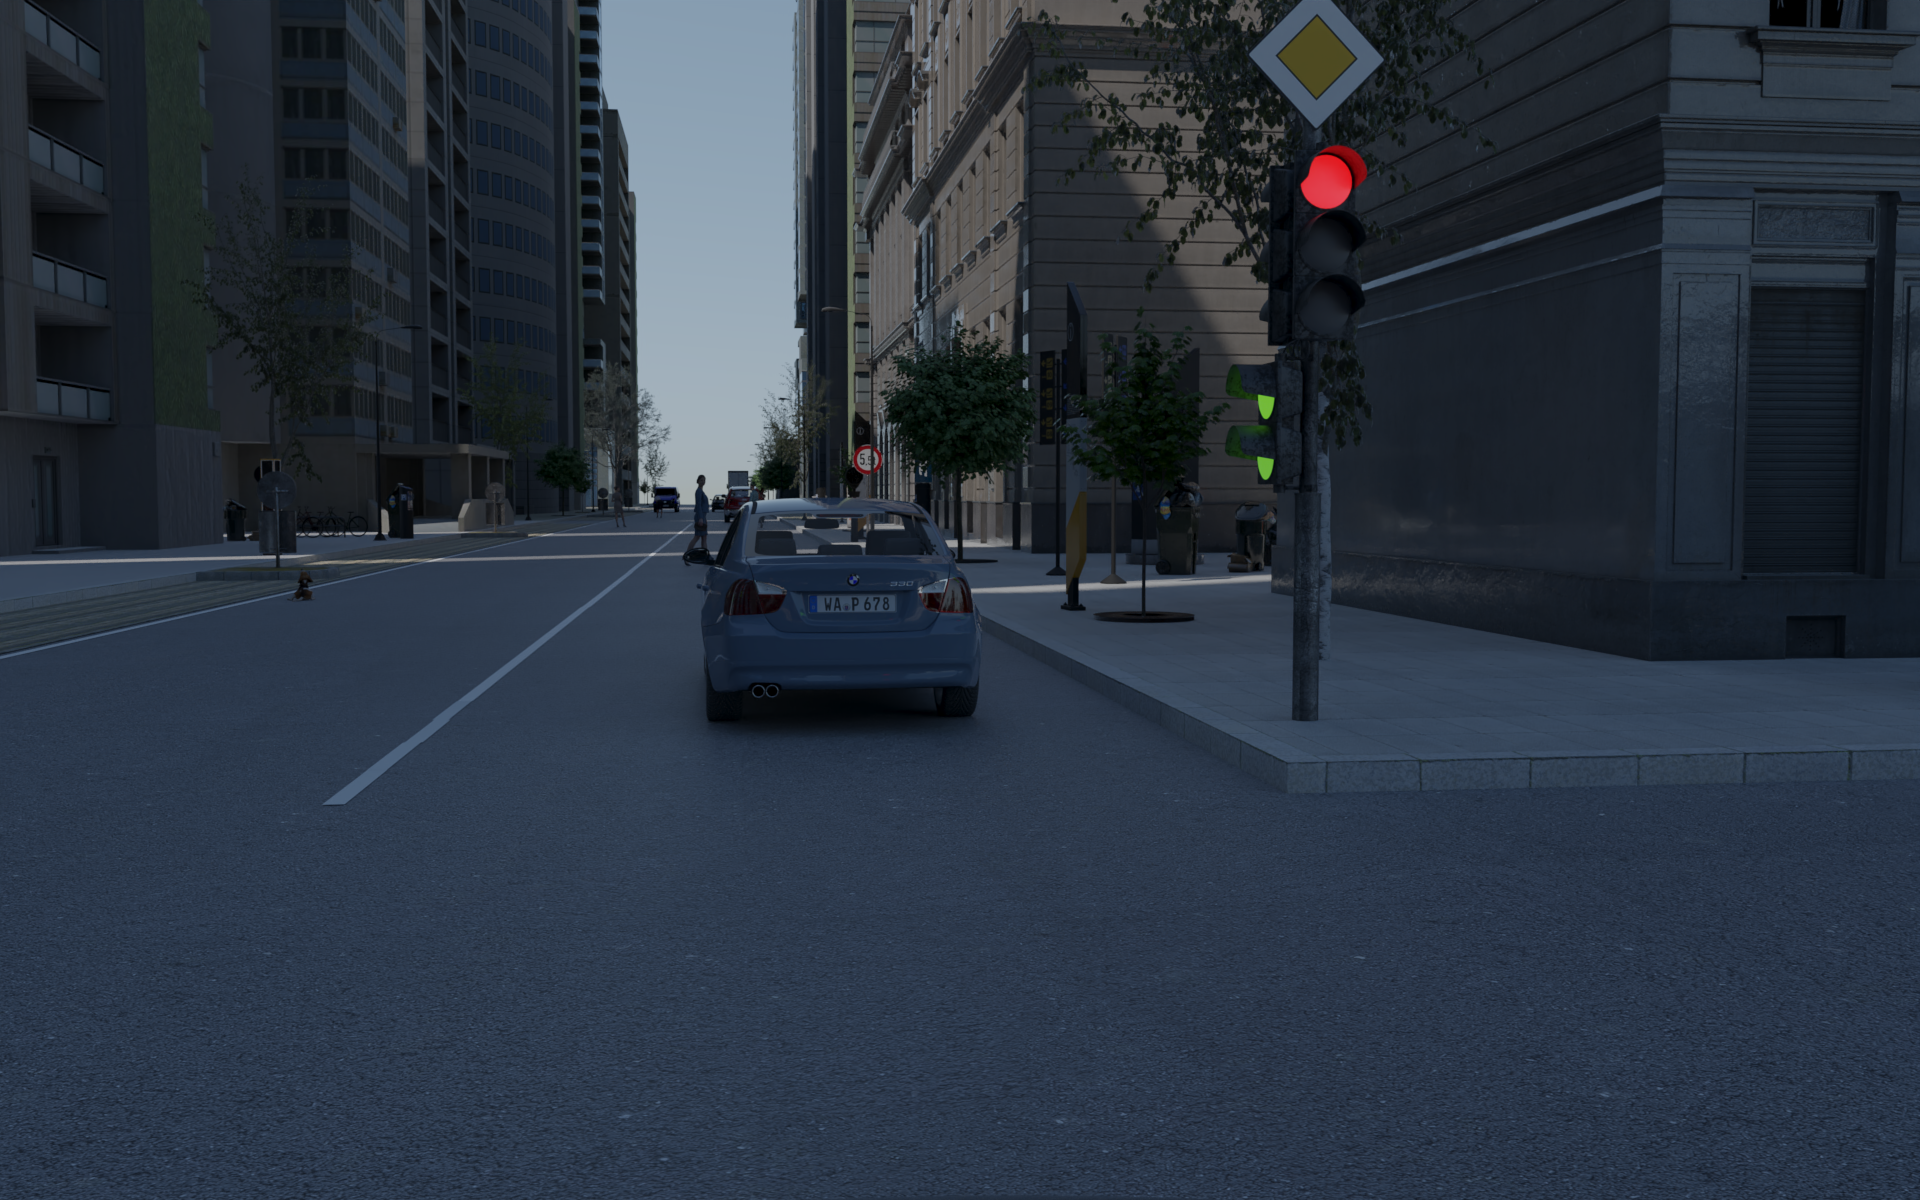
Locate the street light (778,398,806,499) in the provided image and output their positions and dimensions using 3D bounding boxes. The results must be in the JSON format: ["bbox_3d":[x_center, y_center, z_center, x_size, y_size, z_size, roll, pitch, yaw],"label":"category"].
[{"bbox_3d":[-8.053,-6.791,83.571,1.470,5.913,1.316,0,4,-8],"label":"street light"}]

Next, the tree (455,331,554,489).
[{"bbox_3d":[-20.856,-7.899,79.518,4.737,8.622,4.395,0,3,0],"label":"tree"}]

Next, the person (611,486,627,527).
[{"bbox_3d":[-14.737,-4.037,74.842,0.599,1.781,0.374,1,4,15],"label":"person"}]

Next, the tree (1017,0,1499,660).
[{"bbox_3d":[2.567,-3.839,13.125,4.360,8.622,3.978,0,3,0],"label":"tree"}]

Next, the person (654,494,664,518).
[{"bbox_3d":[-18.298,-5.707,105.006,0.799,1.438,0.628,1,4,18],"label":"person"}]

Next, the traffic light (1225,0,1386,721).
[{"bbox_3d":[1.942,-1.272,9.726,0.839,4.253,0.868,0,4,-8],"label":"traffic light"}]

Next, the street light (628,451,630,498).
[{"bbox_3d":[-31.395,-11.895,167.024,1.470,5.913,1.316,0,4,-8],"label":"street light"}]

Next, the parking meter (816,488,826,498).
[{"bbox_3d":[-5.412,-3.603,67.313,0.372,1.533,0.369,0,3,0],"label":"parking meter"}]

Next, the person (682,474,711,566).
[{"bbox_3d":[-5.222,-1.596,34.610,0.654,1.822,0.581,1,4,14],"label":"person"}]

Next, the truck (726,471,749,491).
[{"bbox_3d":[-27.183,-13.654,212.154,2.839,4.237,11.283,0,4,-8],"label":"truck"}]

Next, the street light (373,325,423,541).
[{"bbox_3d":[-15.452,-4.593,47.629,1.470,5.913,1.316,0,4,-8],"label":"street light"}]

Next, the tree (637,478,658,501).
[{"bbox_3d":[-36.809,-12.734,202.807,1.663,3.219,1.824,0,3,0],"label":"tree"}]

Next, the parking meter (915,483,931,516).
[{"bbox_3d":[-0.839,-1.876,39.079,0.372,1.533,0.369,0,3,0],"label":"parking meter"}]

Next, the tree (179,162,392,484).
[{"bbox_3d":[-15.387,-5.454,39.543,4.360,8.622,3.978,0,3,0],"label":"tree"}]

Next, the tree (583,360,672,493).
[{"bbox_3d":[-31.324,-15.098,157.220,12.009,13.543,11.850,0,3,0],"label":"tree"}]

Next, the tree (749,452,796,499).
[{"bbox_3d":[-14.366,-9.361,136.769,4.285,4.588,4.351,0,3,0],"label":"tree"}]

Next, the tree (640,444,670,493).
[{"bbox_3d":[-40.245,-16.992,228.176,4.737,8.622,4.395,0,3,0],"label":"tree"}]

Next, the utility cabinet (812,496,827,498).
[{"bbox_3d":[-5.558,-3.508,68.511,0.306,1.237,1.020,1,4,13],"label":"utility cabinet"}]

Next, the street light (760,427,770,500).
[{"bbox_3d":[-12.894,-9.014,119.925,1.470,5.913,1.316,0,4,-8],"label":"street light"}]

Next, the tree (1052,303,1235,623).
[{"bbox_3d":[1.870,-1.417,17.776,1.663,3.219,1.824,0,3,0],"label":"tree"}]

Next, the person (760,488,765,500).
[{"bbox_3d":[-12.066,-5.975,106.131,0.705,1.831,1.348,0,4,-1],"label":"person"}]

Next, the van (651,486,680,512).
[{"bbox_3d":[-23.218,-8.113,137.034,2.240,2.365,5.245,0,4,-7],"label":"van"}]

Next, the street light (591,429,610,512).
[{"bbox_3d":[-25.554,-9.210,123.132,1.470,5.913,1.316,0,4,-8],"label":"street light"}]

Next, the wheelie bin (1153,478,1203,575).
[{"bbox_3d":[3.501,-1.210,27.687,0.693,1.594,0.980,1,4,20],"label":"wheelie bin"}]

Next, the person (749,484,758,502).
[{"bbox_3d":[-8.699,-3.968,73.244,0.748,1.841,0.638,3,5,40],"label":"person"}]

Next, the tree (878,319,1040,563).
[{"bbox_3d":[0.036,-2.996,32.704,4.285,4.588,4.351,0,3,0],"label":"tree"}]

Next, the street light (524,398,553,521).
[{"bbox_3d":[-20.392,-6.809,83.868,1.470,5.913,1.316,0,4,-8],"label":"street light"}]

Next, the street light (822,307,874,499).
[{"bbox_3d":[-2.736,-4.325,43.263,1.470,5.913,1.316,0,4,-8],"label":"street light"}]

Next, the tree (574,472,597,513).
[{"bbox_3d":[-26.158,-7.637,119.466,1.663,3.219,1.824,0,3,0],"label":"tree"}]

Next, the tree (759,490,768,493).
[{"bbox_3d":[-25.708,-14.003,223.547,1.663,3.219,1.824,0,3,0],"label":"tree"}]

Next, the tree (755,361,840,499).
[{"bbox_3d":[-8.679,-8.800,94.243,4.360,8.622,3.978,0,3,0],"label":"tree"}]

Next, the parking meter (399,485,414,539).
[{"bbox_3d":[-15.897,-2.528,49.744,0.372,1.533,0.369,0,3,0],"label":"parking meter"}]

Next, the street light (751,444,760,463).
[{"bbox_3d":[-18.275,-11.470,160.082,1.470,5.913,1.316,0,4,-8],"label":"street light"}]

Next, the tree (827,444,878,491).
[{"bbox_3d":[-3.438,-3.958,59.316,1.663,3.219,1.824,0,3,0],"label":"tree"}]

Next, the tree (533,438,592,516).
[{"bbox_3d":[-23.356,-7.237,102.031,4.285,4.588,4.351,0,3,0],"label":"tree"}]

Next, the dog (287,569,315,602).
[{"bbox_3d":[-8.971,-0.199,23.454,0.550,0.427,0.748,1,4,20],"label":"dog"}]

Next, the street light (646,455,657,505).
[{"bbox_3d":[-36.783,-14.326,206.763,1.470,5.913,1.316,0,4,-8],"label":"street light"}]
